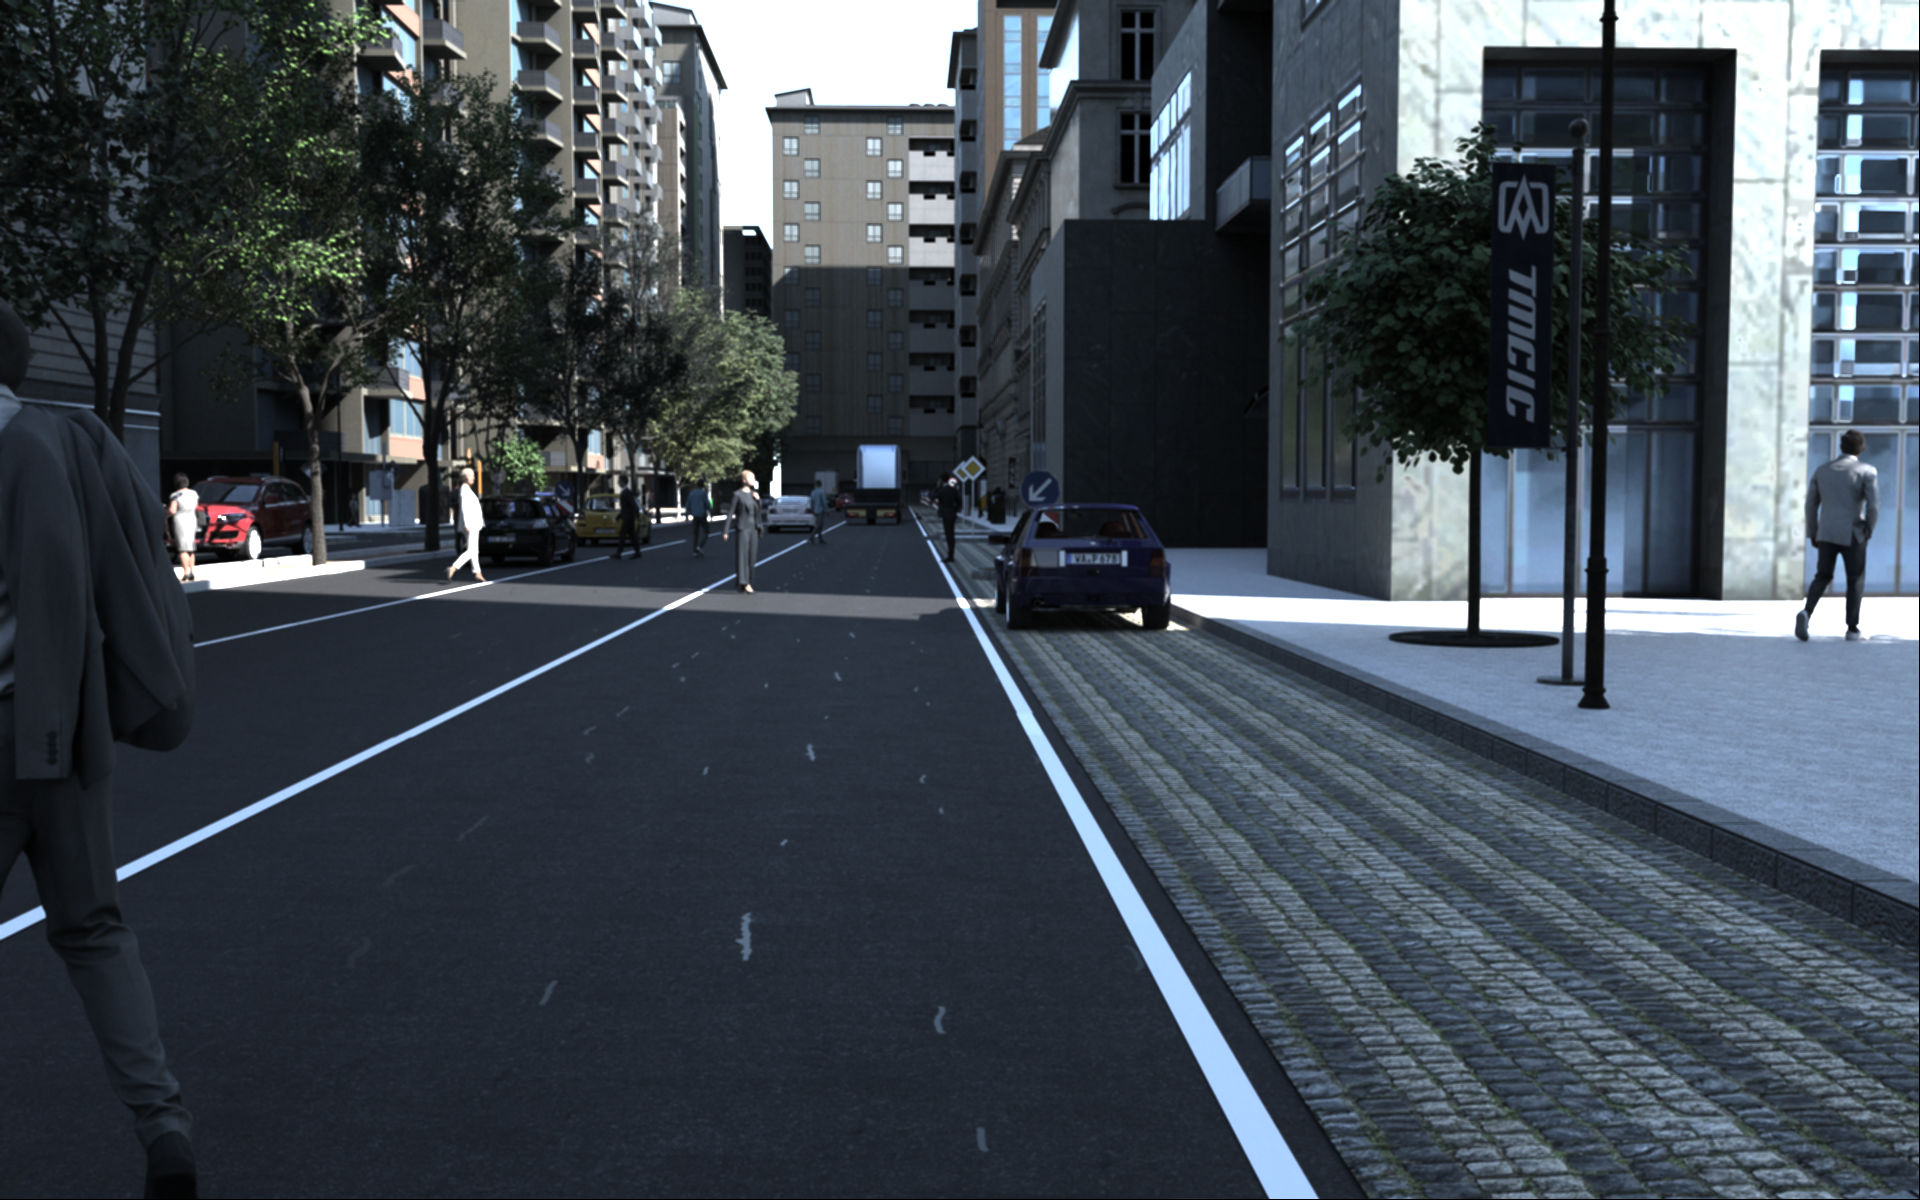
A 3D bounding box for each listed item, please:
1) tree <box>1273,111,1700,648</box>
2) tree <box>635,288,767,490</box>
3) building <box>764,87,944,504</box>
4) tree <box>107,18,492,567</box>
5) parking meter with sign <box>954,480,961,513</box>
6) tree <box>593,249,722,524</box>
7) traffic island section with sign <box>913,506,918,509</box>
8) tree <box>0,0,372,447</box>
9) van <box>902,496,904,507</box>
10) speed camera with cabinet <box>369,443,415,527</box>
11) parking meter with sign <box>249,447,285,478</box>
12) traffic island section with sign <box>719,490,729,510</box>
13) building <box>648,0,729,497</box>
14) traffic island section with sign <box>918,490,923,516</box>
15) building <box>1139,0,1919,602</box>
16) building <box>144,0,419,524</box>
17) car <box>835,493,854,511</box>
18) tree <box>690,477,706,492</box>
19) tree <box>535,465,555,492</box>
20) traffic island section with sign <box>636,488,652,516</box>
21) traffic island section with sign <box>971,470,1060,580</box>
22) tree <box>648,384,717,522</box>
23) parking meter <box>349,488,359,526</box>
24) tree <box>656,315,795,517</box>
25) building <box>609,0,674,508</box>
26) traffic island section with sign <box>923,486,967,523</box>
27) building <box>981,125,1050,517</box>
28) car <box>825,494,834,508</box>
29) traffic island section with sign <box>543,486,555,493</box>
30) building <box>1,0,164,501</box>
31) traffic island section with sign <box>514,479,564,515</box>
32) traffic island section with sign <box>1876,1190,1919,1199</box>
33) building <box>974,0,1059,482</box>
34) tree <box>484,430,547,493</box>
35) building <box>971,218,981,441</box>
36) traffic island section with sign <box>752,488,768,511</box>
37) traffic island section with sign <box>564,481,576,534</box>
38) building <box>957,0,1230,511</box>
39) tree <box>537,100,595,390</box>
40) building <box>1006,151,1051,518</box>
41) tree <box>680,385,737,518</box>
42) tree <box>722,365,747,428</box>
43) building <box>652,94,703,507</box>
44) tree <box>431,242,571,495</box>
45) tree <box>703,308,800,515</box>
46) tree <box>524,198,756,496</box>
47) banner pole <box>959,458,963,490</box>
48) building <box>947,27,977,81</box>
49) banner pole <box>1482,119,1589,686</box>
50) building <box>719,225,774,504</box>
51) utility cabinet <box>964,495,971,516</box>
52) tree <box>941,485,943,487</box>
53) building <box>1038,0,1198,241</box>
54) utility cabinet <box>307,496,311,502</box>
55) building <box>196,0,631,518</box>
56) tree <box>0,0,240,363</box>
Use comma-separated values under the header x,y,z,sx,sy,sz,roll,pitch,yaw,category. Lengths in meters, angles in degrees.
x,y,z,sx,sy,sz,roll,pitch,yaw,category
4.445,-1.920,15.109,4.285,4.588,4.351,0,3,0,tree
-14.430,-10.634,94.444,7.486,12.596,7.792,0,3,0,tree
-11.296,-39.401,233.447,27.495,52.752,28.713,0,4,-2,building
-12.126,-5.871,32.863,8.767,10.594,7.601,0,4,-2,tree
-0.144,-7.505,118.971,0.543,3.016,1.738,-1,4,-9,parking meter with sign
-13.422,-7.641,61.808,8.767,10.594,7.601,0,4,-2,tree
-3.243,-9.405,162.407,1.989,1.847,2.006,0,4,-2,traffic island section with sign
-11.799,-5.856,23.960,9.928,11.665,9.643,0,3,0,tree
-7.289,-11.501,195.049,2.013,2.044,4.112,0,4,0,van
-22.088,-4.468,67.387,0.660,3.252,2.038,1,4,20,speed camera with cabinet
-25.754,-4.125,63.698,1.738,3.016,0.543,-2,4,-26,parking meter with sign
-22.536,-9.335,161.252,1.989,1.847,2.006,0,4,-2,traffic island section with sign
-40.952,-37.013,194.393,27.495,52.752,28.713,0,4,-2,building
-1.579,-6.349,112.440,1.989,1.847,2.006,0,4,-2,traffic island section with sign
13.760,-44.101,33.719,22.319,86.520,31.000,0,4,-2,building
-36.339,-26.141,82.028,22.147,44.769,28.867,0,4,-2,building
-9.381,-8.290,144.587,2.155,1.783,4.494,0,3,0,car
-25.301,-10.541,166.939,1.663,3.219,1.824,0,3,0,tree
-23.448,-6.227,96.409,1.663,3.219,1.824,0,3,0,tree
-20.867,-6.284,111.365,1.989,1.847,2.006,0,4,-2,traffic island section with sign
1.190,-1.268,29.361,1.989,1.847,2.006,0,4,-2,traffic island section with sign
-14.330,-8.273,88.077,4.737,8.622,4.395,0,3,0,tree
-24.553,-3.777,70.169,0.372,1.533,0.369,0,3,0,parking meter
-15.252,-11.531,108.000,9.611,12.733,9.660,0,3,0,tree
-37.973,-32.440,150.001,23.786,49.044,30.456,0,4,-2,building
-0.662,-4.676,85.076,1.989,1.847,2.006,0,4,-2,traffic island section with sign
7.426,-16.919,105.499,11.050,23.489,19.941,0,4,-2,building
-14.075,-10.225,178.984,2.131,1.459,4.920,0,4,-1,car
-19.957,-4.612,84.032,1.989,1.847,2.006,0,4,-2,traffic island section with sign
-31.712,-11.938,44.342,18.267,20.994,9.793,0,4,-2,building
-13.171,-2.676,51.884,2.006,1.907,1.989,0,4,-2,traffic island section with sign
2.092,0.395,2.163,1.989,1.847,2.006,0,4,-2,traffic island section with sign
8.588,-30.141,142.922,14.600,45.320,14.200,0,4,-2,building
-22.735,-6.415,88.602,4.285,4.588,4.351,0,3,0,tree
6.697,-18.135,125.390,11.050,23.489,19.941,0,4,-2,building
-15.920,-7.722,134.384,2.006,1.907,1.989,0,4,-2,traffic island section with sign
-13.408,-3.129,59.288,2.006,1.907,1.989,0,4,-2,traffic island section with sign
11.399,-52.089,164.328,22.319,86.520,31.000,0,4,-2,building
-12.728,-6.939,41.663,9.928,11.665,9.643,0,3,0,tree
8.111,-13.544,86.068,10.561,19.102,19.286,0,4,-2,building
-14.591,-9.037,100.573,4.360,8.622,3.978,0,3,0,tree
-14.180,-8.850,81.567,8.767,10.594,7.601,0,4,-2,tree
-33.647,-29.910,172.625,14.154,41.232,14.086,0,4,-2,building
-13.137,-5.881,48.976,4.360,8.622,3.978,0,3,0,tree
-15.384,-12.841,119.060,9.857,13.997,8.962,0,3,0,tree
-13.561,-9.711,71.606,12.009,13.543,11.850,0,3,0,tree
0.055,-8.041,121.483,0.401,3.779,0.863,1,4,19,banner pole
13.161,-37.074,195.393,28.713,52.752,27.495,0,4,-2,building
3.904,-1.321,11.618,0.863,3.779,0.401,-1,4,-12,banner pole
-37.650,-33.180,234.371,23.993,40.220,32.217,0,4,-2,building
0.416,-5.484,100.827,0.306,1.237,1.020,0,4,8,utility cabinet
-1.368,-11.017,174.730,1.663,3.219,1.824,0,3,0,tree
20.923,-15.208,67.743,34.723,24.649,14.460,0,4,-2,building
-22.980,-3.060,61.190,0.306,1.237,1.020,1,4,10,utility cabinet
-34.994,-28.396,118.891,22.147,44.769,28.867,0,4,-2,building
-11.569,-5.784,14.039,9.611,12.733,9.660,0,3,0,tree
